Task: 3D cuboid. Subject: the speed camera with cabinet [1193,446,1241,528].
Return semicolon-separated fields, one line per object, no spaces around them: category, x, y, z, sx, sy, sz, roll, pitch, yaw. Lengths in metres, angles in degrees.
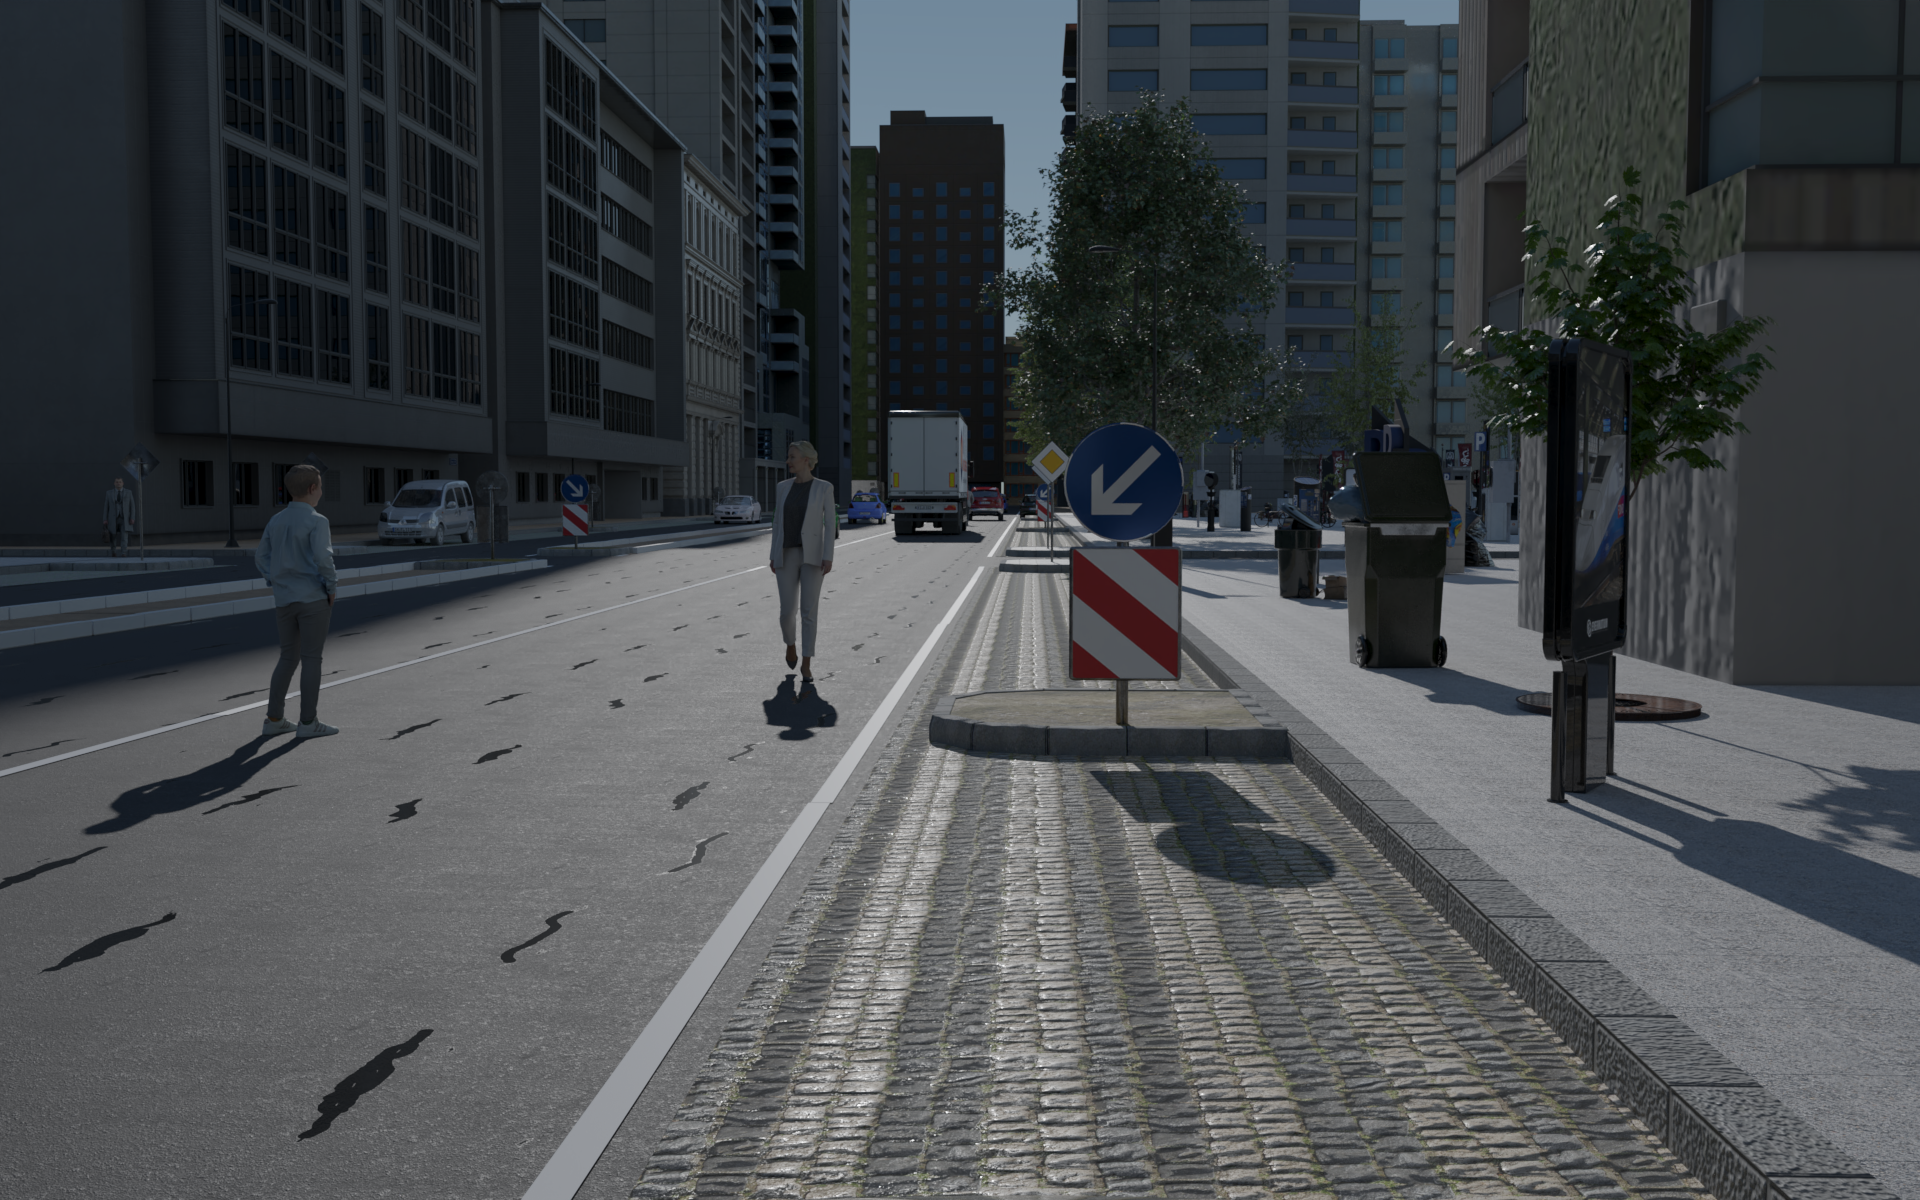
speed camera with cabinet;10.033;-4.423;66.644;2.038;3.252;0.660;2;4;27

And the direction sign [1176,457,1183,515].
direction sign;13.025;-6.902;104.843;0.876;3.537;0.379;1;4;13

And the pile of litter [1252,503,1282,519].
pile of litter;16.156;-4.712;91.007;1.719;0.858;1.176;1;4;19

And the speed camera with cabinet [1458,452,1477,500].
speed camera with cabinet;24.196;-5.362;82.012;2.038;3.252;0.660;-1;4;-8

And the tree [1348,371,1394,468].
tree;23.076;-9.241;101.451;4.360;8.622;3.978;0;3;0

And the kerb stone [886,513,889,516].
kerb stone;-4.791;-5.668;114.917;0.120;0.150;1.000;0;4;2

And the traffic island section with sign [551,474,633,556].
traffic island section with sign;-8.898;-1.999;40.814;2.006;1.907;1.989;0;4;2

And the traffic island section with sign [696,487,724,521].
traffic island section with sign;-13.014;-5.165;93.082;1.989;1.847;2.006;0;4;2

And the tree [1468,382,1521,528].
tree;21.382;-7.075;66.040;4.737;8.622;4.395;0;3;0

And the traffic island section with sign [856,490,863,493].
traffic island section with sign;-9.828;-9.874;170.064;1.989;1.847;2.006;0;4;2

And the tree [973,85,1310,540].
tree;5.091;-8.083;49.172;9.611;12.733;9.660;0;3;0

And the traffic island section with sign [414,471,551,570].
traffic island section with sign;-9.214;-1.546;33.413;2.006;1.907;1.989;0;4;2

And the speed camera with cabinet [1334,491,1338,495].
speed camera with cabinet;21.390;-6.224;96.106;2.038;3.252;0.660;1;4;16

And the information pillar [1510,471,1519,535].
information pillar;17.384;-3.053;54.412;0.304;2.012;0.304;1;4;9

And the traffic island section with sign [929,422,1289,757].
traffic island section with sign;0.832;-0.106;10.354;1.989;1.847;2.006;0;4;2

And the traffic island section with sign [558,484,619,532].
traffic island section with sign;-14.132;-3.518;66.150;1.989;1.847;2.006;0;4;2

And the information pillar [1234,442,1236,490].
information pillar;11.779;-5.072;74.282;0.183;3.616;0.504;1;4;10

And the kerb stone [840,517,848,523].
kerb stone;-5.895;-4.042;88.288;0.120;0.150;1.000;0;4;2

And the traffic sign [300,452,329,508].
traffic sign;-15.465;-2.307;41.368;0.795;2.450;0.064;0;4;2

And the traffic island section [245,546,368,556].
traffic island section;-15.489;-1.171;41.430;2.009;0.180;2.903;0;4;2

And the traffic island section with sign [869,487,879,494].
traffic island section with sign;-5.798;-6.590;115.889;2.006;1.907;1.989;0;4;2

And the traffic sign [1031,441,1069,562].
traffic sign;1.733;-1.774;32.646;0.795;2.450;0.064;0;4;2

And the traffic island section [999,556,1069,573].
traffic island section;1.757;-0.639;32.722;2.009;0.180;2.903;0;4;2

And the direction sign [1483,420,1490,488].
direction sign;16.142;-3.742;53.171;0.379;3.537;0.876;0;4;6

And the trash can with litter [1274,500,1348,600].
trash can with litter;4.411;-0.609;21.338;1.055;1.170;0.624;2;4;29

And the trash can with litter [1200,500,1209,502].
trash can with litter;14.291;-5.557;102.242;0.624;1.170;1.055;2;4;24

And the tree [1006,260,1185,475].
tree;5.973;-9.489;73.273;7.486;12.596;7.792;0;3;0

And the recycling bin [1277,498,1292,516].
recycling bin;19.261;-5.514;102.706;0.722;1.027;0.722;2;4;28

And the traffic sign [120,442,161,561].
traffic sign;-15.795;-1.819;33.389;0.795;2.450;0.064;0;4;2

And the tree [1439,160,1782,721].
tree;3.935;-0.947;10.086;1.663;3.219;1.824;0;3;0

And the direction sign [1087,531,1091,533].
direction sign;4.429;-4.017;57.673;0.379;3.537;0.876;-1;4;-20

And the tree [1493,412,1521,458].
tree;32.980;-9.205;100.858;4.360;8.622;3.978;0;3;0

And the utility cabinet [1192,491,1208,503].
utility cabinet;15.352;-6.241;110.719;1.173;1.500;0.318;-3;4;-38

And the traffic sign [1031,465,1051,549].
traffic sign;2.064;-2.262;40.624;0.795;2.450;0.064;0;4;2

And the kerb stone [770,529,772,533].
kerb stone;-6.959;-2.469;62.693;0.120;0.150;1.000;0;4;2

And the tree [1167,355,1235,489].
tree;11.602;-8.285;85.819;4.737;8.622;4.395;0;3;0

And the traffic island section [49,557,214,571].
traffic island section;-15.819;-0.683;33.452;2.009;0.180;2.903;0;4;2

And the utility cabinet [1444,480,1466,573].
utility cabinet;7.461;-1.158;27.608;1.173;1.500;0.318;-1;4;-19

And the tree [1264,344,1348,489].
tree;16.466;-8.184;84.173;4.360;8.622;3.978;0;3;0

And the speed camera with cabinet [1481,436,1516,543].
speed camera with cabinet;14.442;-3.192;46.519;0.660;3.252;2.038;1;4;9

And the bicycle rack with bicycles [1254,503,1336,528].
bicycle rack with bicycles;13.138;-3.256;66.624;2.925;0.926;2.852;3;4;37

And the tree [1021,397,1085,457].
tree;7.388;-10.819;111.295;7.601;10.594;8.767;0;4;0

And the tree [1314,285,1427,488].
tree;14.687;-6.828;61.995;4.737;8.622;4.395;0;3;0

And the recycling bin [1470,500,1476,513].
recycling bin;21.776;-3.739;73.684;0.722;1.027;0.722;0;4;7

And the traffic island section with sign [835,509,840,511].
traffic island section with sign;-10.955;-8.227;143.133;1.989;1.847;2.006;0;4;2

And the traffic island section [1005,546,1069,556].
traffic island section;2.087;-1.127;40.700;2.009;0.180;2.903;0;4;2
